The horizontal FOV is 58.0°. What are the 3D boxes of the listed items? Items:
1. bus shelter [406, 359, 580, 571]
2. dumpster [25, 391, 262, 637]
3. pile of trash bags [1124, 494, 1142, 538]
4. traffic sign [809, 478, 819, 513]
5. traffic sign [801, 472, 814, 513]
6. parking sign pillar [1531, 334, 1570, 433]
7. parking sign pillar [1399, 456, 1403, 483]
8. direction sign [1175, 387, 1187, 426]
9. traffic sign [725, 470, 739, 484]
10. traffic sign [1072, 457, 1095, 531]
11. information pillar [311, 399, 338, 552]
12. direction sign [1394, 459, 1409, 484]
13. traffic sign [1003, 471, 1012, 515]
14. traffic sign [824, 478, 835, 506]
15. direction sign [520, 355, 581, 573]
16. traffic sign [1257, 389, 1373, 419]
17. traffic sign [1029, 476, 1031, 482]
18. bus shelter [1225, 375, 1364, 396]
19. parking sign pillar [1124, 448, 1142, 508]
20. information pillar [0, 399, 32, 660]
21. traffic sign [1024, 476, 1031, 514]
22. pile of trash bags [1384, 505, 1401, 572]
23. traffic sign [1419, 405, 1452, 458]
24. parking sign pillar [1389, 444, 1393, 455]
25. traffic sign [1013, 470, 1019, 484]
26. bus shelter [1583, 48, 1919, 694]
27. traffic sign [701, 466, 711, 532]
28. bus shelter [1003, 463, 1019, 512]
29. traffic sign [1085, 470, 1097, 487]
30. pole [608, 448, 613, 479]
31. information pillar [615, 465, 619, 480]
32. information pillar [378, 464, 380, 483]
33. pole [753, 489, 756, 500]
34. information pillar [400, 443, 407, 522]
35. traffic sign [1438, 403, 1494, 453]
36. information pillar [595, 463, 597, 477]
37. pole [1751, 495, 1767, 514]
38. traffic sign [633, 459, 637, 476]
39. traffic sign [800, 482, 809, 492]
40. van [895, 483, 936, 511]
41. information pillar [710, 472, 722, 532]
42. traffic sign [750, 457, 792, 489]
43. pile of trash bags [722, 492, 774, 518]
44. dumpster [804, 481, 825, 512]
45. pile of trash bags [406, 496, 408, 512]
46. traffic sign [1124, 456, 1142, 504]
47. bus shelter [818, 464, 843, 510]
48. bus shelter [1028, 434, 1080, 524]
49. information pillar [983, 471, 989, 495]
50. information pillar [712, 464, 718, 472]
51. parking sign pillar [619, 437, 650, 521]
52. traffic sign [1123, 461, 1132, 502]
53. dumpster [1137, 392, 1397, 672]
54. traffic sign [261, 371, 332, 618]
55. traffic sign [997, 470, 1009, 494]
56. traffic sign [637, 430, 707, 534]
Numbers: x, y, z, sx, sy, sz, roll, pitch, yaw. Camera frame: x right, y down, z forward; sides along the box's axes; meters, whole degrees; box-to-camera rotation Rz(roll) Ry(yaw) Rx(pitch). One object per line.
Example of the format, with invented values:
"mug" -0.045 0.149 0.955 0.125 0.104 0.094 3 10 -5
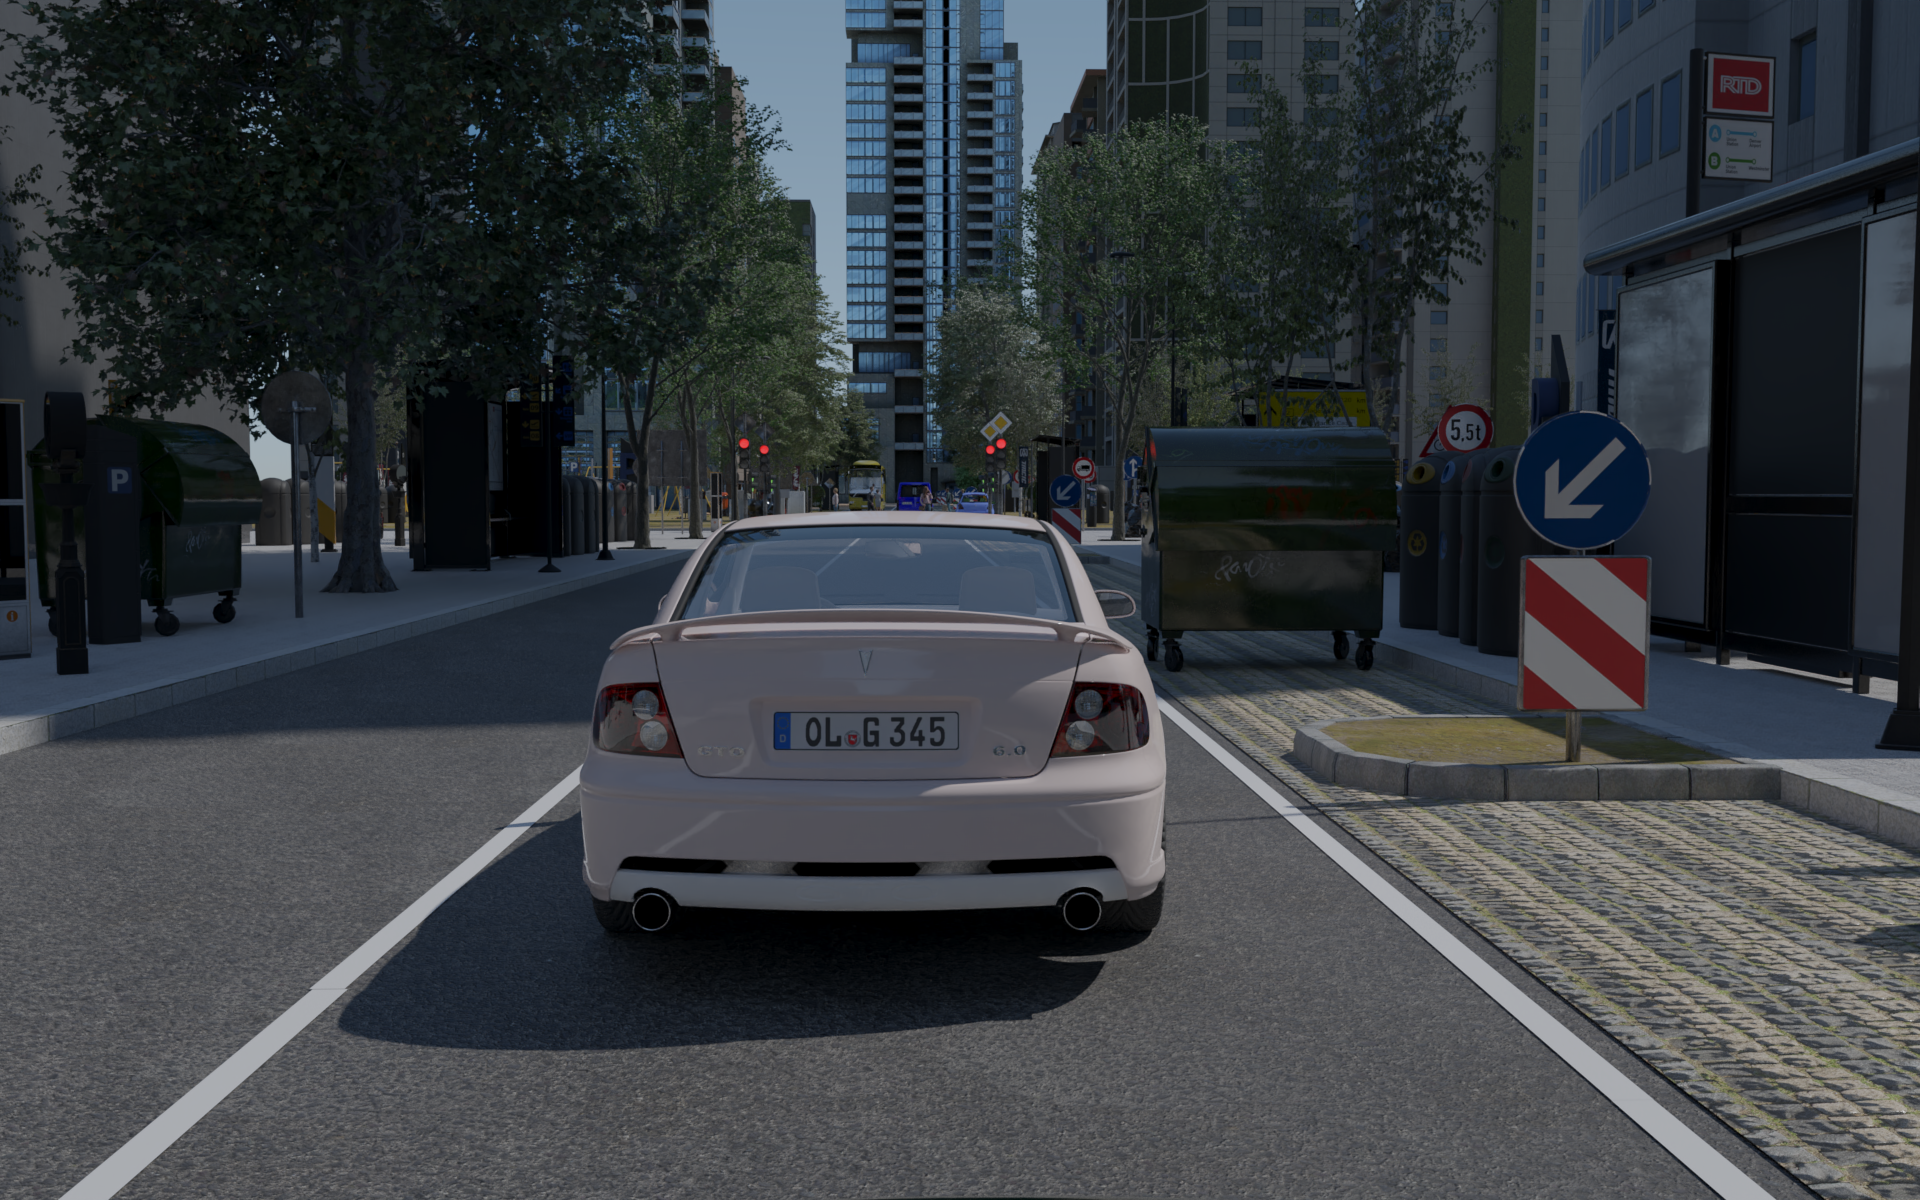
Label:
"bus shelter" -8.412 -2.476 31.767 1.731 3.624 6.357 0 4 -2
"dumpster" -7.671 -0.844 16.296 1.502 2.255 1.985 0 4 -2
"pile of trash bags" 5.688 -2.601 52.280 1.912 1.369 3.447 0 4 3
"traffic sign" -9.234 -6.590 107.747 0.884 2.594 0.081 0 4 0
"traffic sign" -8.746 -6.061 99.208 0.768 2.556 0.104 0 4 3
"parking sign pillar" 9.796 -2.463 28.747 1.447 3.967 1.447 1 4 12
"parking sign pillar" 30.961 -8.199 122.533 1.447 3.967 1.447 2 4 29
"direction sign" 4.718 -2.754 37.020 0.379 3.537 0.876 1 4 23
"traffic sign" -12.000 -5.574 91.234 0.768 2.556 0.104 0 4 4
"traffic sign" 4.227 -3.623 59.338 0.768 2.556 0.104 0 4 1
"information pillar" -14.023 -2.863 38.161 0.504 3.616 0.183 -1 4 -9
"direction sign" 28.273 -7.280 111.022 0.876 3.537 0.379 1 4 21
"traffic sign" 2.429 -5.736 93.887 0.768 2.556 0.104 0 4 6
"traffic sign" -9.270 -7.472 123.345 0.795 2.450 0.064 0 4 4
"direction sign" -6.740 -2.223 28.344 0.876 3.537 0.379 0 4 -4
"traffic sign" 6.881 -2.437 33.719 2.265 3.308 0.079 0 4 -1
"traffic sign" 4.848 -7.293 119.339 0.768 2.556 0.104 0 4 7
"bus shelter" 7.121 -2.820 37.383 1.731 3.624 6.357 0 4 -1
"parking sign pillar" 9.889 -6.648 97.168 1.447 3.967 1.447 1 4 20
"information pillar" -7.466 -0.548 13.450 0.304 2.012 0.304 2 4 31
"traffic sign" 4.129 -6.762 110.657 0.768 2.556 0.104 0 4 5
"pile of trash bags" 6.819 -1.136 28.330 1.912 1.369 3.447 -1 4 -14
"traffic sign" 7.125 -1.546 25.279 0.884 2.594 0.081 0 4 1
"parking sign pillar" 22.460 -6.379 92.761 1.447 3.967 1.447 1 4 10
"traffic sign" 3.085 -5.388 88.199 0.768 2.556 0.104 0 4 0
"bus shelter" 6.481 -2.185 13.361 2.179 5.291 8.768 0 4 -2
"traffic sign" -8.765 -3.592 58.732 0.884 2.594 0.081 0 4 -1
"bus shelter" 3.361 -8.150 124.541 1.731 3.624 6.357 0 4 -2
"traffic sign" 5.929 -4.886 79.996 0.768 2.556 0.104 0 4 7
"pole" -15.537 -5.086 77.001 0.158 3.312 0.155 0 3 0
"information pillar" -27.159 -8.915 137.114 0.183 3.616 0.504 -2 4 -33
"information pillar" -45.252 -8.785 134.982 0.183 3.616 0.504 -2 4 -23
"pole" -13.008 -7.084 109.662 0.158 3.312 0.155 0 3 0
"information pillar" -25.500 -5.382 79.356 0.183 3.616 0.504 0 4 -2
"traffic sign" 7.093 -1.484 24.378 0.768 2.556 0.104 0 4 5
"information pillar" -27.115 -8.421 129.039 0.183 3.616 0.504 0 4 -1
"pole" 11.759 -1.934 25.456 0.158 3.312 0.155 0 3 0
"traffic sign" -10.609 -3.547 58.099 0.768 2.556 0.104 0 4 8
"traffic sign" -11.458 -7.810 127.693 0.884 2.594 0.081 0 4 3
"van" -2.441 -5.490 94.138 2.240 2.365 5.245 0 4 -1
"information pillar" -8.175 -3.280 58.120 0.304 2.012 0.304 1 4 16
"traffic sign" -10.263 -6.135 94.176 2.265 3.308 0.079 0 4 1
"pile of trash bags" -10.805 -4.732 87.117 3.447 1.369 1.912 -1 4 -23
"dumpster" -10.514 -7.501 125.130 1.502 2.255 1.985 0 4 -2
"pile of trash bags" -39.923 -6.846 121.687 3.447 1.369 1.912 2 4 32
"traffic sign" 5.863 -3.544 58.046 0.768 2.556 0.104 0 4 6
"bus shelter" -10.336 -9.031 138.941 1.731 3.624 6.357 0 4 -2
"bus shelter" 3.863 -4.892 71.262 1.731 3.624 6.357 0 4 -2
"information pillar" 1.974 -8.390 128.527 0.504 3.616 0.183 -1 4 -21
"information pillar" -18.831 -8.672 133.139 0.504 3.616 0.183 3 4 38
"parking sign pillar" -15.434 -5.714 81.898 1.447 3.967 1.447 1 4 8
"traffic sign" 6.317 -4.026 65.923 0.768 2.556 0.104 0 4 5
"dumpster" 2.473 -0.573 14.324 1.985 2.255 1.502 0 4 -2
"traffic sign" -6.856 -1.088 17.894 0.768 2.556 0.104 0 4 6
"traffic sign" 2.237 -5.622 92.029 0.768 2.556 0.104 0 4 4
"traffic sign" -9.144 -3.738 54.987 2.265 3.308 0.079 0 4 5
